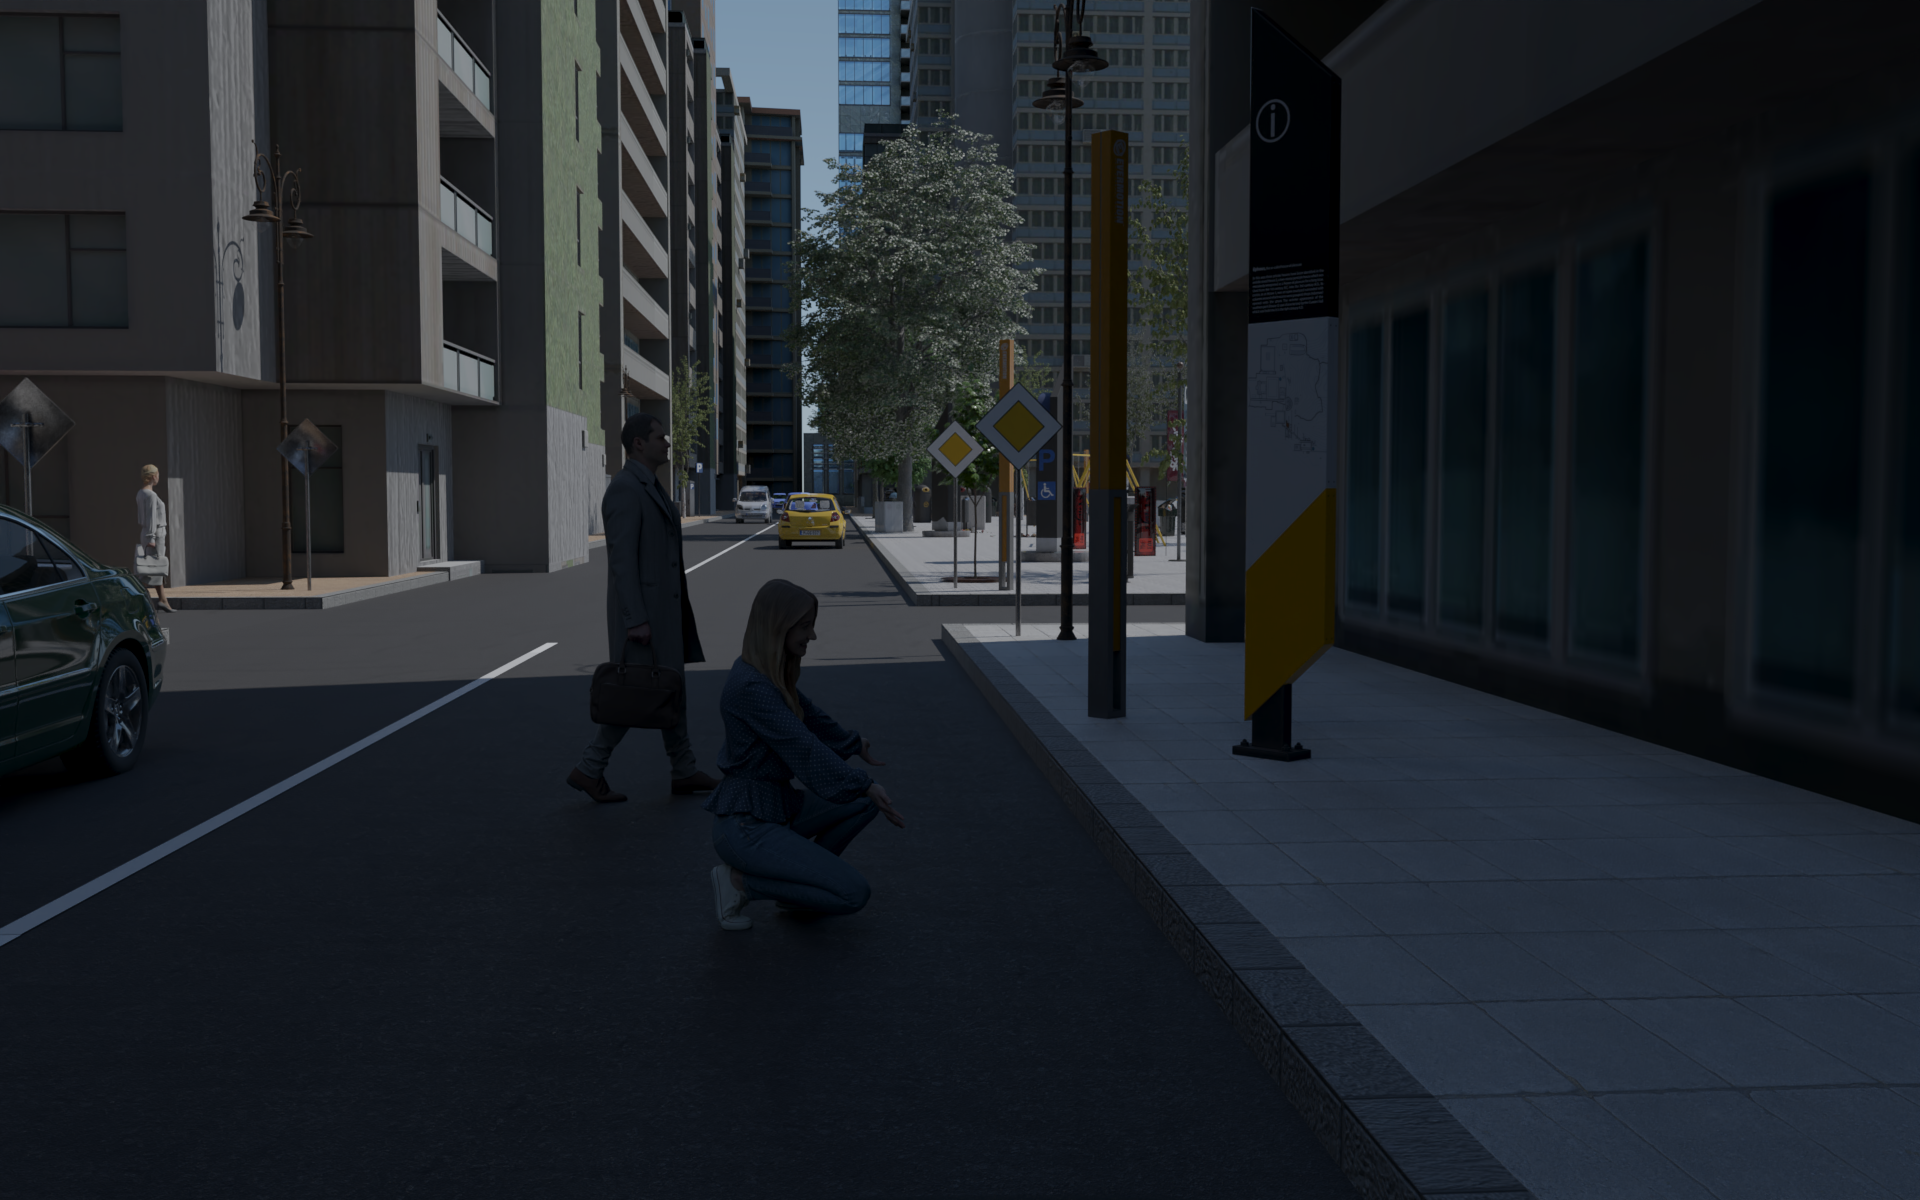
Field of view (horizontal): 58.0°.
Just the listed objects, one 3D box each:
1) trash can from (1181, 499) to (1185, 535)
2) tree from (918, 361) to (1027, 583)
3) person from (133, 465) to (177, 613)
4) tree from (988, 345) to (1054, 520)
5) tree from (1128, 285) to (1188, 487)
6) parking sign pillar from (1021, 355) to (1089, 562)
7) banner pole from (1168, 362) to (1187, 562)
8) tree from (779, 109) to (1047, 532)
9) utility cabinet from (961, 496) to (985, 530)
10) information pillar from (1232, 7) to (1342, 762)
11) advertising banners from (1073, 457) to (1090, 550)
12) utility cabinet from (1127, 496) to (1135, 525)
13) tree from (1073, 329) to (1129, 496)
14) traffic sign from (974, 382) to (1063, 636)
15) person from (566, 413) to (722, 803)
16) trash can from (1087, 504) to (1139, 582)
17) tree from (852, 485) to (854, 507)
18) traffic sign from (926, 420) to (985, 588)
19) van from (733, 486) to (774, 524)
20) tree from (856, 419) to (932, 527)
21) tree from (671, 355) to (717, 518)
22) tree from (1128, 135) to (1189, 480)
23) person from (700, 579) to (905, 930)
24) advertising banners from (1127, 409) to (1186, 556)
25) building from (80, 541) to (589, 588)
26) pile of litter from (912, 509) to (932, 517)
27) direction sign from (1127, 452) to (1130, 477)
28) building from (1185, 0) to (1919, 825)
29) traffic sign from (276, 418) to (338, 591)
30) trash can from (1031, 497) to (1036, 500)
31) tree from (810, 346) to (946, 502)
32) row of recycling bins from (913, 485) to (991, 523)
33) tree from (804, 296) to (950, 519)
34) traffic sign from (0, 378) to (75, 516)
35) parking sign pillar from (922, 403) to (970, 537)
[{"bbox_3d":[7.204,-2.630,54.648,0.748,1.137,0.748,0,3,0],"label":"trash can"},{"bbox_3d":[0.117,-1.886,25.437,1.663,3.219,1.824,0,3,0],"label":"tree"},{"bbox_3d":[-9.698,-0.723,20.672,0.624,1.780,0.694,-2,4,-29],"label":"person"},{"bbox_3d":[2.838,-8.219,84.737,4.737,8.622,4.395,0,3,0],"label":"tree"},{"bbox_3d":[8.275,-6.608,58.396,4.360,8.622,3.978,0,3,0],"label":"tree"},{"bbox_3d":[1.810,-2.727,33.064,1.447,3.967,1.447,1,4,17],"label":"parking sign pillar"},{"bbox_3d":[4.303,-2.636,33.118,0.401,3.779,0.863,2,4,34],"label":"banner pole"},{"bbox_3d":[-1.961,-9.304,58.782,9.857,13.997,8.962,0,3,0],"label":"tree"},{"bbox_3d":[0.392,-3.118,62.144,1.020,1.237,0.306,0,4,7],"label":"utility cabinet"},{"bbox_3d":[1.578,-1.036,8.297,0.183,3.616,0.504,-3,5,-42],"label":"information pillar"},{"bbox_3d":[2.723,-2.683,40.055,2.074,3.025,0.090,-3,5,-40],"label":"advertising banners"},{"bbox_3d":[4.352,-2.149,46.296,1.020,1.237,0.306,-2,4,-24],"label":"utility cabinet"},{"bbox_3d":[6.923,-7.487,72.771,4.360,8.622,3.978,0,3,0],"label":"tree"},{"bbox_3d":[0.523,-0.731,15.589,0.795,2.450,0.064,0,4,-4],"label":"traffic sign"},{"bbox_3d":[-1.452,0.029,8.131,0.767,1.812,0.694,0,4,-1],"label":"person"},{"bbox_3d":[2.227,-0.829,25.206,0.748,1.137,0.748,0,3,0],"label":"trash can"},{"bbox_3d":[-10.378,-11.095,176.003,1.663,3.219,1.824,0,3,0],"label":"tree"},{"bbox_3d":[-0.065,-1.218,23.553,0.795,2.450,0.064,0,4,-4],"label":"traffic sign"},{"bbox_3d":[-10.148,-4.791,85.338,2.013,2.044,4.112,0,4,-4],"label":"van"},{"bbox_3d":[-2.335,-5.140,67.757,4.285,4.588,4.351,0,3,0],"label":"tree"},{"bbox_3d":[-14.751,-8.597,90.926,4.737,8.622,4.395,0,3,0],"label":"tree"},{"bbox_3d":[4.521,-4.764,28.247,4.737,8.622,4.395,0,3,0],"label":"tree"},{"bbox_3d":[-0.478,0.497,5.880,0.738,1.151,1.012,0,4,7],"label":"person"},{"bbox_3d":[3.795,-2.416,35.684,2.074,3.025,0.090,-1,4,-20],"label":"advertising banners"},{"bbox_3d":[-14.354,-21.069,28.067,14.154,41.232,14.086,0,4,-4],"label":"building"},{"bbox_3d":[-1.845,-5.166,98.429,1.719,0.858,1.176,3,4,36],"label":"pile of litter"},{"bbox_3d":[9.022,-6.232,93.892,0.379,3.537,0.876,-1,4,-19],"label":"direction sign"},{"bbox_3d":[13.444,-23.298,4.625,21.300,48.544,21.600,0,4,-4],"label":"building"},{"bbox_3d":[-8.638,-1.180,22.942,0.795,2.450,0.064,0,4,-4],"label":"traffic sign"},{"bbox_3d":[4.131,-5.256,97.589,0.748,1.137,0.748,0,3,0],"label":"trash can"},{"bbox_3d":[-4.485,-10.106,99.649,8.767,10.594,7.601,-2,4,-24],"label":"tree"},{"bbox_3d":[-0.355,-4.288,77.214,3.534,1.692,1.069,0,4,2],"label":"row of recycling bins"},{"bbox_3d":[-4.290,-10.034,89.809,9.928,11.665,9.643,0,3,0],"label":"tree"},{"bbox_3d":[-8.050,-0.693,14.979,0.795,2.450,0.064,0,4,-4],"label":"traffic sign"},{"bbox_3d":[-0.414,-3.870,51.749,1.447,3.967,1.447,-1,4,-23],"label":"parking sign pillar"}]
